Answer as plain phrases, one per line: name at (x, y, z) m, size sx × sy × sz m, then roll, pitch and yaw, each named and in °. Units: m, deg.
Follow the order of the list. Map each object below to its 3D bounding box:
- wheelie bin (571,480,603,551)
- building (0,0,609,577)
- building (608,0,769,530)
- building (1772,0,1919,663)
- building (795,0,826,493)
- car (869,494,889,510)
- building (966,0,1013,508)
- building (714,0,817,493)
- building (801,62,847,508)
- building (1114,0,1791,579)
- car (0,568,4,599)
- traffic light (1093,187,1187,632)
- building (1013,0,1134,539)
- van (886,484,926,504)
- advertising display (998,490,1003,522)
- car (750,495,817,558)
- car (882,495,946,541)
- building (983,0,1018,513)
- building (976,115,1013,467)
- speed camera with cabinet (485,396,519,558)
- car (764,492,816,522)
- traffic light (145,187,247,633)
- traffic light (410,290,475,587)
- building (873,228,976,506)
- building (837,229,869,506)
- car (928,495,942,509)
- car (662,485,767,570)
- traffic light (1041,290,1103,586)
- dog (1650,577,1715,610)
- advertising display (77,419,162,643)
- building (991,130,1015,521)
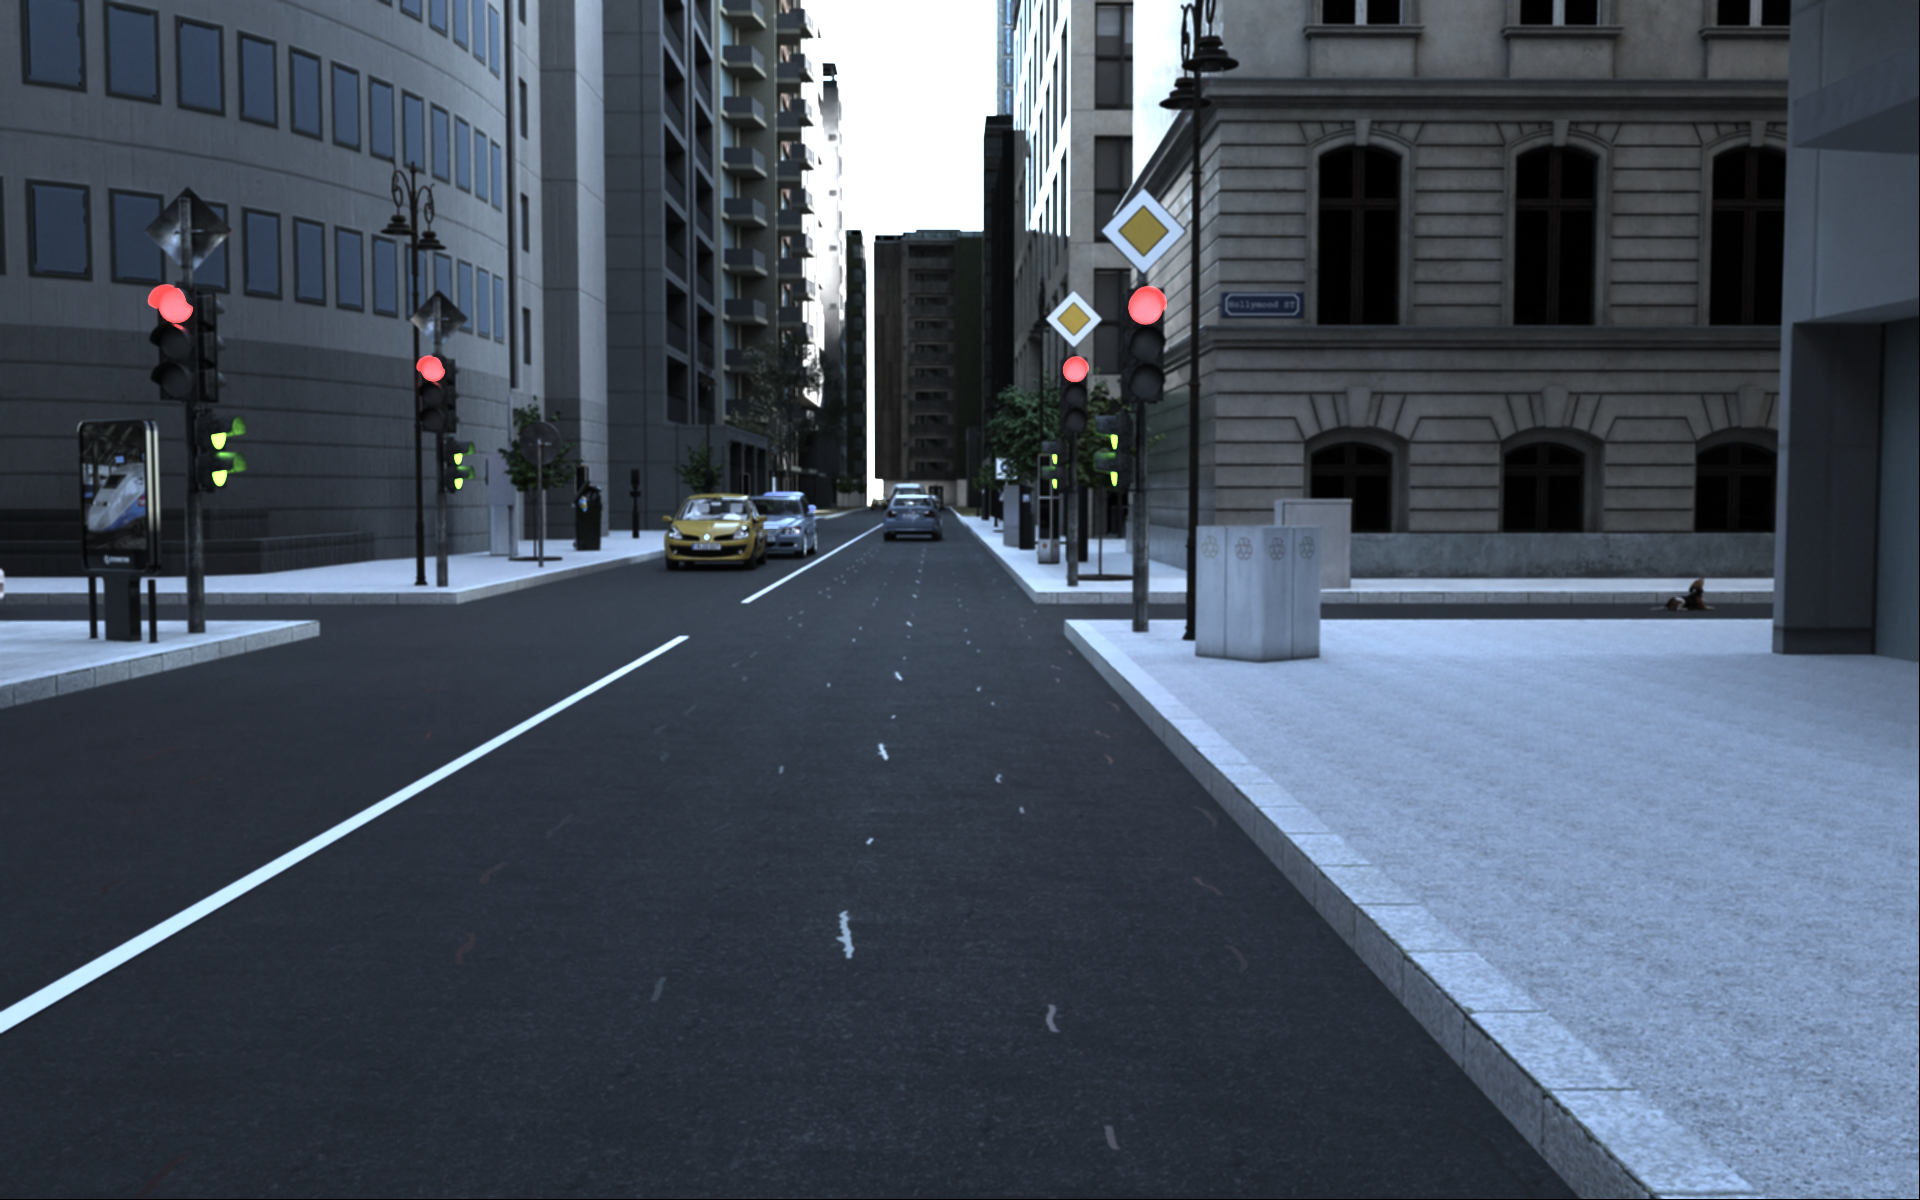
wheelie bin at (-8.482, -1.929, 39.454) m, size 0.693 × 1.594 × 0.980 m, roll -1°, pitch 4°, yaw -19°
building at (-20.984, -30.264, 36.817) m, size 21.231 × 58.520 × 28.212 m, roll 0°, pitch 4°, yaw -1°
building at (-18.535, -38.582, 69.068) m, size 20.563 × 71.187 × 20.611 m, roll 0°, pitch 4°, yaw -1°
building at (17.821, -25.144, 0.350) m, size 28.713 × 52.752 × 27.495 m, roll 0°, pitch 4°, yaw -1°
building at (-25.264, -33.747, 141.003) m, size 28.713 × 52.752 × 27.495 m, roll 0°, pitch 4°, yaw -1°
car at (-7.151, -8.913, 155.949) m, size 2.015 × 1.641 × 3.980 m, roll 0°, pitch 4°, yaw -1°
building at (12.019, -51.633, 156.863) m, size 22.319 × 86.520 × 31.000 m, roll 0°, pitch 4°, yaw -1°
building at (-21.022, -28.035, 112.998) m, size 22.147 × 44.769 × 28.867 m, roll 0°, pitch 4°, yaw -1°
building at (-18.089, -29.553, 166.781) m, size 14.086 × 41.232 × 14.154 m, roll 0°, pitch 4°, yaw -1°
building at (20.676, -12.953, 30.868) m, size 34.723 × 24.649 × 14.460 m, roll 0°, pitch 4°, yaw -1°
car at (-13.812, -0.484, 20.278) m, size 4.827 × 1.381 × 2.083 m, roll 0°, pitch 4°, yaw 0°
traffic light at (1.664, -1.659, 16.043) m, size 0.839 × 4.253 × 0.868 m, roll 0°, pitch 4°, yaw -1°
building at (12.436, -15.975, 65.714) m, size 19.350 × 26.468 × 34.151 m, roll 0°, pitch 4°, yaw -1°
van at (-2.155, -4.061, 73.410) m, size 2.013 × 2.044 × 4.112 m, roll 0°, pitch 3°, yaw 0°
advertising display at (2.112, -4.501, 78.802) m, size 0.123 × 1.923 × 0.974 m, roll -3°, pitch 5°, yaw -44°
car at (-4.306, -1.719, 40.115) m, size 2.014 × 1.417 × 4.499 m, roll 0°, pitch 3°, yaw 0°
car at (-1.471, -2.607, 54.633) m, size 2.014 × 1.417 × 4.499 m, roll 0°, pitch 4°, yaw 1°
building at (12.025, -41.505, 116.852) m, size 20.563 × 71.187 × 20.611 m, roll 0°, pitch 4°, yaw -1°
building at (8.717, -22.243, 135.377) m, size 14.160 × 30.474 × 14.107 m, roll 0°, pitch 4°, yaw -1°
speed camera with cabinet at (-9.414, -2.526, 35.634) m, size 0.660 × 3.252 × 2.038 m, roll -1°, pitch 4°, yaw -13°
car at (-5.076, -2.458, 49.788) m, size 1.945 × 1.707 × 3.694 m, roll 0°, pitch 4°, yaw -1°
traffic light at (-7.046, -1.650, 15.905) m, size 0.839 × 4.253 × 0.868 m, roll 0°, pitch 4°, yaw -1°
traffic light at (-7.158, -2.139, 23.889) m, size 0.839 × 4.253 × 0.868 m, roll 0°, pitch 4°, yaw -1°
building at (-2.555, -25.658, 191.211) m, size 14.107 × 30.474 × 14.160 m, roll 0°, pitch 4°, yaw -1°
building at (-17.214, -25.598, 190.221) m, size 14.107 × 30.474 × 14.160 m, roll 0°, pitch 4°, yaw -1°
car at (-2.470, -7.607, 136.743) m, size 2.083 × 1.381 × 4.827 m, roll 0°, pitch 4°, yaw 0°
car at (-4.757, -1.455, 34.006) m, size 2.015 × 1.641 × 3.980 m, roll 0°, pitch 4°, yaw -2°
traffic light at (1.552, -2.147, 24.027) m, size 0.839 × 4.253 × 0.868 m, roll 0°, pitch 4°, yaw -1°
dog at (8.942, -0.076, 21.440) m, size 0.748 × 0.427 × 0.550 m, roll 2°, pitch 4°, yaw 25°
advertising display at (-7.328, -0.605, 15.113) m, size 0.974 × 1.923 × 0.123 m, roll 2°, pitch 4°, yaw 31°
building at (8.034, -15.964, 90.694) m, size 12.332 × 23.373 × 15.834 m, roll 0°, pitch 4°, yaw -1°
